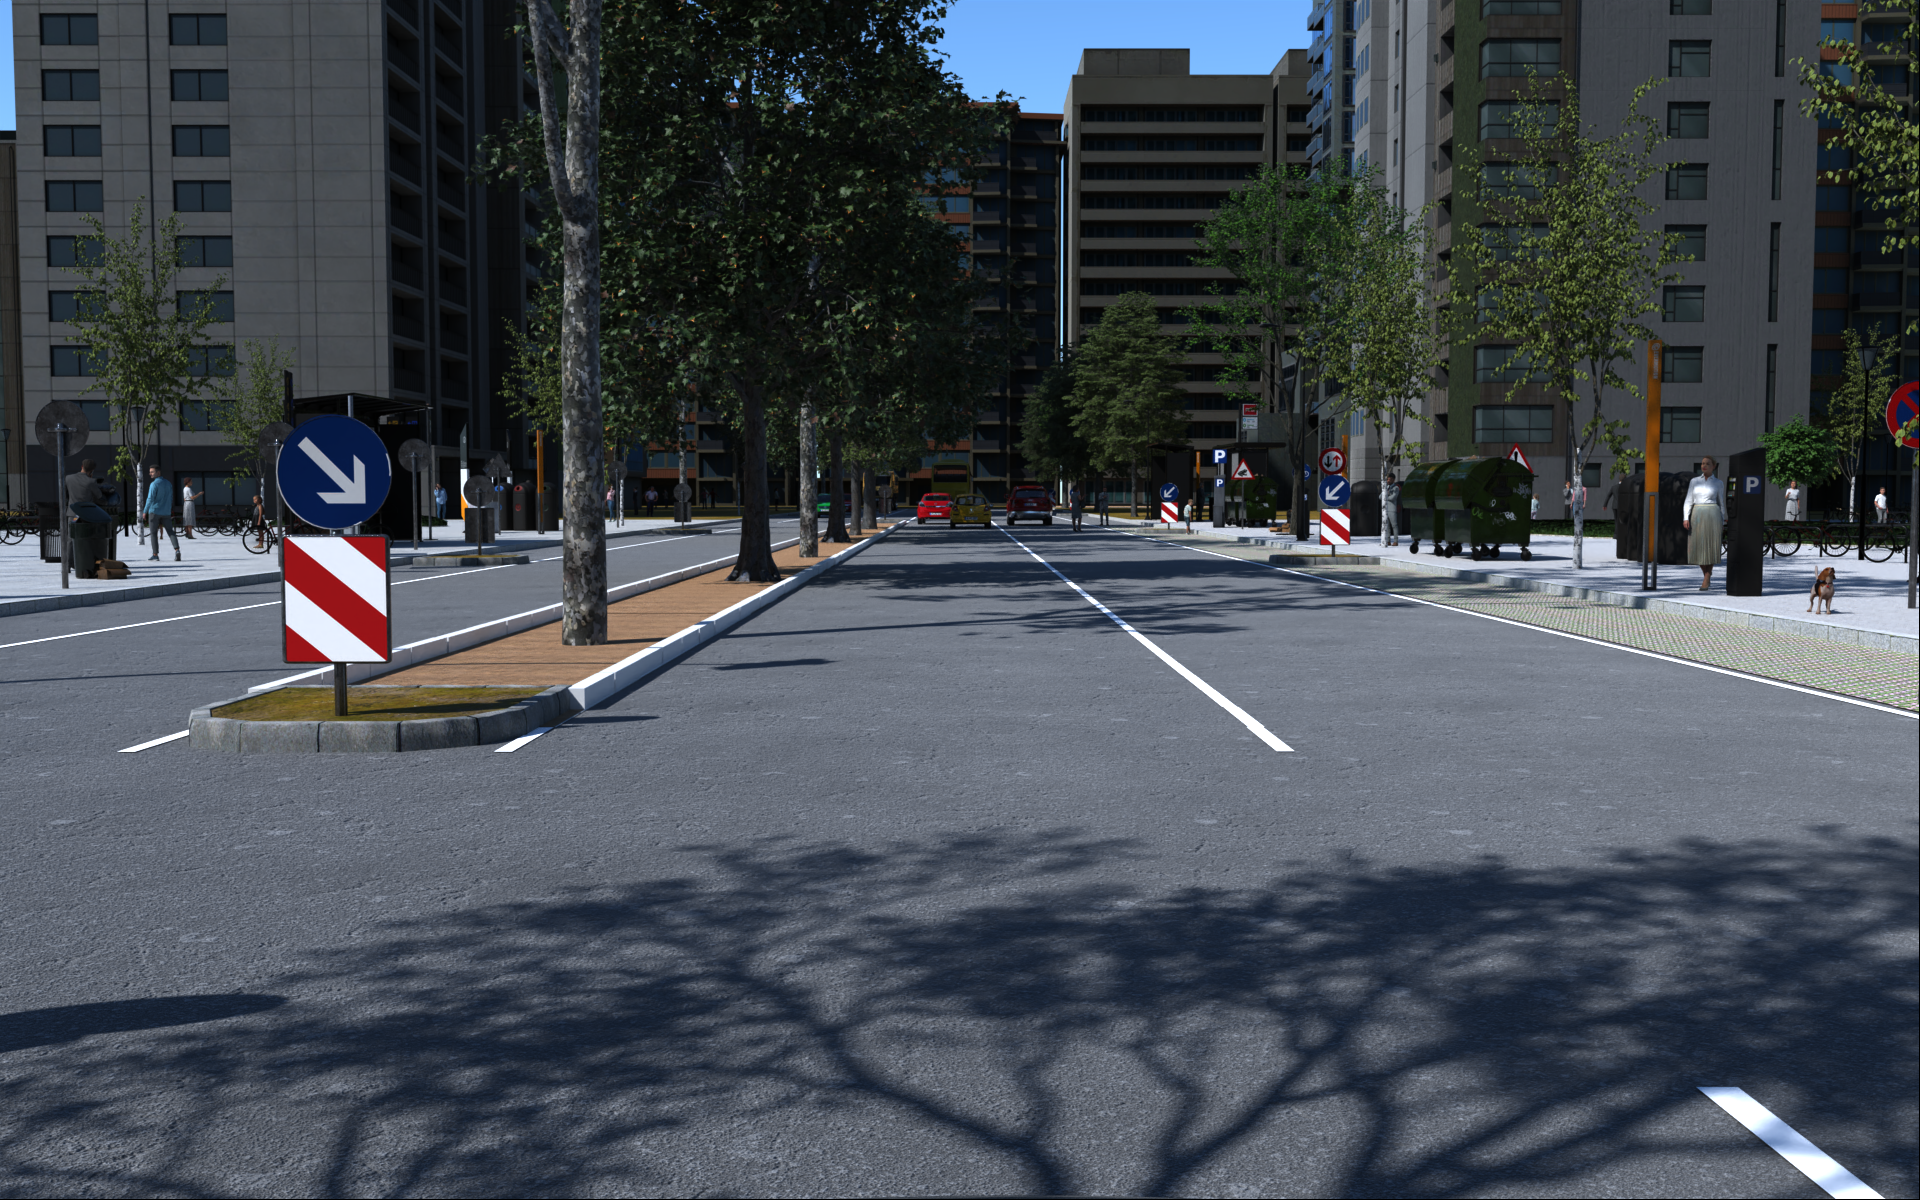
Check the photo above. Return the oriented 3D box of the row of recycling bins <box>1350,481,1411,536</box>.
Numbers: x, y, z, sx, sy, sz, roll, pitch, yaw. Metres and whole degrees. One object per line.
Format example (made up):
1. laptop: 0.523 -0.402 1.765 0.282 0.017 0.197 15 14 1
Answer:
1. row of recycling bins: 13.103 -2.857 53.828 1.069 1.692 3.534 3 4 38

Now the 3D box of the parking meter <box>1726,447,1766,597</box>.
1. parking meter: 9.857 -0.981 21.751 0.399 1.863 0.255 0 4 -3

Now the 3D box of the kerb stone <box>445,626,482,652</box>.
1. kerb stone: -4.642 0.378 16.021 0.120 0.150 1.000 0 3 0

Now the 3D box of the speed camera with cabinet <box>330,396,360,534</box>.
1. speed camera with cabinet: -12.643 -2.518 35.502 0.660 3.252 2.038 -1 4 -18

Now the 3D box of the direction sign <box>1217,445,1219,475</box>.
1. direction sign: 12.209 -5.405 80.371 0.876 3.537 0.379 -3 5 -39

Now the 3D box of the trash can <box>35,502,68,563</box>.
1. trash can: -16.926 -1.275 32.493 0.748 1.137 0.748 0 3 0

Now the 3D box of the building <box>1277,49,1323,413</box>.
1. building: 43.812 -34.815 192.933 21.600 48.544 21.300 0 3 0

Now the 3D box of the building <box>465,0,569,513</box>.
1. building: -34.032 -26.301 113.621 14.154 41.232 14.086 0 3 0

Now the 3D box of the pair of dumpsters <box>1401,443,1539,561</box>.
1. pair of dumpsters: 10.273 -1.991 35.042 1.574 2.255 4.437 0 4 0

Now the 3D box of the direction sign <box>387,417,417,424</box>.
1. direction sign: -16.313 -3.595 50.777 0.876 3.537 0.379 -1 4 -18

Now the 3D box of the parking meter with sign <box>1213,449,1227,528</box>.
1. parking meter with sign: 9.976 -4.306 66.665 0.543 3.016 1.738 1 4 10

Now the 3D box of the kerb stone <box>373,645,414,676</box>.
1. kerb stone: -4.647 0.504 13.976 0.120 0.150 1.000 0 3 0

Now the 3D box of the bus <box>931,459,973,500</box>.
1. bus: -0.557 -7.907 120.824 2.896 3.916 12.252 0 4 1

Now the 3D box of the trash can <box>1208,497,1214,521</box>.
1. trash can: 12.232 -4.362 82.970 0.748 1.137 0.748 0 3 0

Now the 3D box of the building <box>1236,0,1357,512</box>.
1. building: 34.818 -50.008 130.309 22.319 86.520 31.000 0 3 0

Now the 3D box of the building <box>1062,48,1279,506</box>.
1. building: 22.213 -34.804 192.741 21.600 48.544 21.300 0 3 0

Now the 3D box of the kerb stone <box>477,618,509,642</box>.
1. kerb stone: -4.652 0.315 17.043 0.120 0.150 1.000 0 3 0

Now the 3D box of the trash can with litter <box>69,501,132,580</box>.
1. trash can with litter: -13.003 -0.912 26.294 1.055 1.170 0.624 2 4 29

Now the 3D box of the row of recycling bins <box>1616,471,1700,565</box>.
1. row of recycling bins: 13.292 -1.577 32.891 1.069 1.692 3.534 0 4 6

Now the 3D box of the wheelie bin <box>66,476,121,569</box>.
1. wheelie bin: -14.856 -1.337 29.760 0.693 1.594 0.980 0 4 2

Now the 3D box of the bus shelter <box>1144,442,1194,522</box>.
1. bus shelter: 9.838 -5.529 81.684 1.731 3.624 6.357 0 3 0

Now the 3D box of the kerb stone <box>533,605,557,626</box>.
1. kerb stone: -4.652 0.192 19.092 0.120 0.150 1.000 0 3 0

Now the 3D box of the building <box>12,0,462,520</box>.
1. building: -36.472 -40.155 94.784 20.563 71.187 20.611 0 3 0

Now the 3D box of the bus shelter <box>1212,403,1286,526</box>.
1. bus shelter: 12.127 -5.909 74.236 2.179 5.291 8.768 0 3 0

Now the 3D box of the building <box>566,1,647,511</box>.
1. building: -33.864 -29.963 140.002 14.200 45.320 14.600 0 3 0

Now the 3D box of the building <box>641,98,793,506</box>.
1. building: -32.346 -32.972 193.710 28.867 44.769 22.147 0 3 0

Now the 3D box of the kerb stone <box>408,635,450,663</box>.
1. kerb stone: -4.650 0.440 14.998 0.120 0.150 1.000 0 3 0

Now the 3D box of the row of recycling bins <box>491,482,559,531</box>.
1. row of recycling bins: -15.655 -3.283 60.789 3.534 1.692 1.069 1 4 19

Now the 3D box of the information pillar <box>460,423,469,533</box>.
1. information pillar: -16.316 -4.022 57.117 0.183 3.616 0.504 -3 5 -41

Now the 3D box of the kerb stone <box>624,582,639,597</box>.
1. kerb stone: -4.676 -0.124 24.216 0.120 0.150 1.000 0 3 0

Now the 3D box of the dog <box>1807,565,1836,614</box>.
1. dog: 9.281 -0.109 18.617 0.406 0.507 0.540 -2 4 -24

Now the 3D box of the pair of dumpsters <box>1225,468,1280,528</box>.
1. pair of dumpsters: 11.376 -3.979 67.547 1.574 2.255 4.437 0 3 0

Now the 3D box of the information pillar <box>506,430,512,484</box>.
1. information pillar: -16.315 -4.366 62.743 0.183 3.616 0.504 -2 4 -26

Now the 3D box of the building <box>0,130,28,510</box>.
1. building: -69.924 -22.567 140.669 14.107 30.474 14.160 0 3 0

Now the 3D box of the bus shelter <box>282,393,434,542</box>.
1. bus shelter: -14.881 -3.176 43.211 1.731 3.624 6.357 0 4 0

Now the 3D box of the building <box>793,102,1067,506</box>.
1. building: -3.023 -32.969 193.662 28.867 44.769 22.147 0 3 0

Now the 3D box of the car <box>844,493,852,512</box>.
1. car: -7.920 -6.792 120.088 2.155 1.783 4.494 0 4 -1

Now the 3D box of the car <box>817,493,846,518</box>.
1. car: -7.911 -5.840 104.272 1.959 1.807 4.718 0 4 1

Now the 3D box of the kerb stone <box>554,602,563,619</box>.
1. kerb stone: -4.655 0.127 20.122 0.120 0.150 1.000 0 3 0

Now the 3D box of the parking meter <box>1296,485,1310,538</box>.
1. parking meter: 9.978 -2.564 50.341 0.372 1.533 0.369 0 3 0

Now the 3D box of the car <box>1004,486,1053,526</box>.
1. car: 3.201 -4.381 80.305 2.281 1.827 5.304 0 4 1

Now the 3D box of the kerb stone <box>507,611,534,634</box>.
1. kerb stone: -4.651 0.252 18.069 0.120 0.150 1.000 0 3 0

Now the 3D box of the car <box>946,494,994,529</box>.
1. car: 0.426 -3.834 72.912 2.015 1.641 3.980 0 4 -1

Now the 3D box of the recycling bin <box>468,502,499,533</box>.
1. recycling bin: -15.574 -2.695 56.621 0.722 1.027 0.722 2 4 25

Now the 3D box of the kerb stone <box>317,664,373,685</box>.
1. kerb stone: -4.643 0.565 12.954 0.120 0.150 1.000 0 3 0

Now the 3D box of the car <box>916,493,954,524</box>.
1. car: -1.072 -4.540 83.276 2.155 1.783 4.494 0 4 2

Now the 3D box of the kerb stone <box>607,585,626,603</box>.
1. kerb stone: -4.667 -0.061 23.194 0.120 0.150 1.000 0 3 0

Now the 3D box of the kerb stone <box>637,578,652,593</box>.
1. kerb stone: -4.676 -0.186 25.238 0.120 0.150 1.000 0 3 0

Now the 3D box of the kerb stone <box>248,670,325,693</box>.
1. kerb stone: -4.637 0.628 11.924 0.120 0.150 1.000 0 3 0

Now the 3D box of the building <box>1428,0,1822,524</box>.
1. building: 28.808 -18.785 78.838 14.160 30.474 14.107 0 3 0

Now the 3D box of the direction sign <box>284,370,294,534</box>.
1. direction sign: -12.395 -2.451 32.067 0.379 3.537 0.876 -1 4 -14

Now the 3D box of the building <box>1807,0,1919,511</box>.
1. building: 63.056 -29.494 136.858 28.867 44.769 22.147 0 3 0

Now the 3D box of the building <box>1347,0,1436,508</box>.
1. building: 34.043 -34.198 101.129 21.231 58.520 28.212 0 3 0
